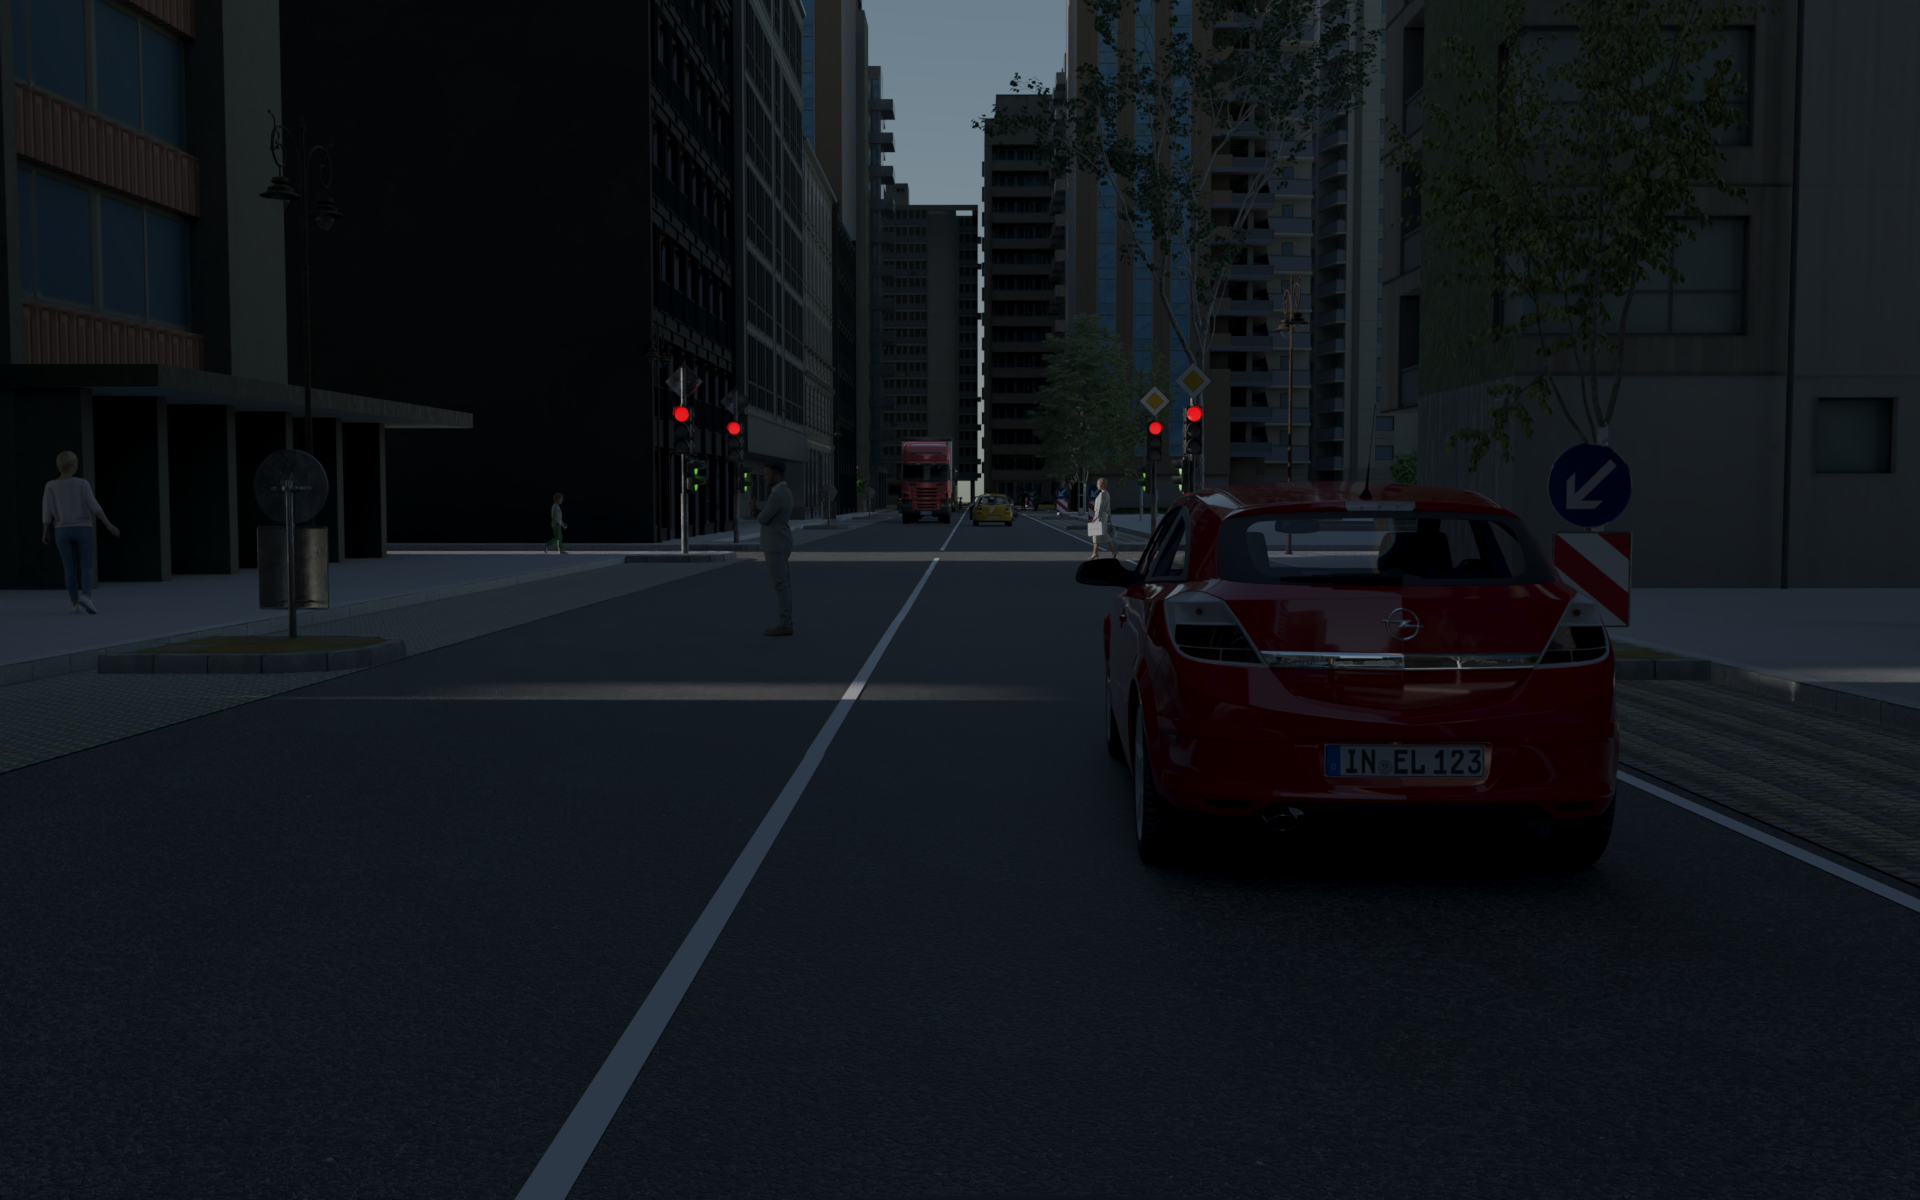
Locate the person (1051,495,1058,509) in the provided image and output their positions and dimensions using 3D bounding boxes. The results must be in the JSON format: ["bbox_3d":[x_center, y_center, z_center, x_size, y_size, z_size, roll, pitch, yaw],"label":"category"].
[{"bbox_3d":[8.065,-8.296,144.905,0.991,1.433,0.599,1,4,9],"label":"person"}]

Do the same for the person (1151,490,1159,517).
[{"bbox_3d":[10.547,-5.348,93.828,0.601,1.785,0.444,-2,4,-31],"label":"person"}]

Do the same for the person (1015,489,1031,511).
[{"bbox_3d":[5.206,-8.201,142.212,1.348,1.869,0.705,1,4,13],"label":"person"}]

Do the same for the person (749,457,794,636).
[{"bbox_3d":[-1.920,-0.549,17.659,0.466,1.800,0.511,-1,4,-11],"label":"person"}]

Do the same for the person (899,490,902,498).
[{"bbox_3d":[-6.519,-11.325,191.650,0.568,1.767,0.683,-3,5,-43],"label":"person"}]

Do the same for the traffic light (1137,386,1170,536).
[{"bbox_3d":[5.035,-3.435,45.082,0.839,4.253,0.868,0,4,1],"label":"traffic light"}]

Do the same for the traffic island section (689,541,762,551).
[{"bbox_3d":[-5.866,-1.408,45.306,2.009,0.180,2.903,0,4,1],"label":"traffic island section"}]

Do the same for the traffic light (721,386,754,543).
[{"bbox_3d":[-5.826,-3.440,45.171,0.839,4.253,0.868,0,4,1],"label":"traffic light"}]

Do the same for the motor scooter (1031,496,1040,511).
[{"bbox_3d":[6.256,-8.018,143.871,0.815,1.314,1.986,0,4,1],"label":"motor scooter"}]

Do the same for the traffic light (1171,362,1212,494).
[{"bbox_3d":[4.958,-2.947,37.097,0.839,4.253,0.868,0,4,1],"label":"traffic light"}]

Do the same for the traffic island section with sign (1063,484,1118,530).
[{"bbox_3d":[5.312,-3.741,69.793,1.989,1.847,2.006,0,4,1],"label":"traffic island section with sign"}]

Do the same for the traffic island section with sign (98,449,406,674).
[{"bbox_3d":[-5.841,-0.368,14.653,1.989,1.847,2.006,0,4,1],"label":"traffic island section with sign"}]

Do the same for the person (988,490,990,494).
[{"bbox_3d":[2.670,-9.109,157.377,0.705,1.831,1.348,1,4,17],"label":"person"}]

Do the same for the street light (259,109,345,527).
[{"bbox_3d":[-8.060,-2.972,21.378,0.468,5.910,1.993,0,4,1],"label":"street light"}]

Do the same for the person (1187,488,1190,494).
[{"bbox_3d":[10.855,-4.570,80.946,0.473,1.802,0.592,0,4,-2],"label":"person"}]

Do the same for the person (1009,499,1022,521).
[{"bbox_3d":[2.863,-4.682,90.553,0.738,1.151,1.012,3,5,42],"label":"person"}]

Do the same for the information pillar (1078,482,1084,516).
[{"bbox_3d":[7.120,-5.962,101.963,0.304,2.012,0.304,0,4,-3],"label":"information pillar"}]

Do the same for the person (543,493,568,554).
[{"bbox_3d":[-8.651,-1.634,37.002,0.590,1.304,0.306,-2,4,-34],"label":"person"}]

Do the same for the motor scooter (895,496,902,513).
[{"bbox_3d":[-4.422,-7.071,128.394,0.815,1.314,1.986,0,4,1],"label":"motor scooter"}]

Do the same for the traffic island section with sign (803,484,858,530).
[{"bbox_3d":[-5.286,-3.770,70.264,1.989,1.847,2.006,0,4,1],"label":"traffic island section with sign"}]

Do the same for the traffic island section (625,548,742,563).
[{"bbox_3d":[-5.943,-0.920,37.321,2.009,0.180,2.903,0,4,1],"label":"traffic island section"}]

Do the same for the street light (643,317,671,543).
[{"bbox_3d":[-7.917,-4.443,45.435,0.468,5.910,1.993,0,4,1],"label":"street light"}]

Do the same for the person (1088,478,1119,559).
[{"bbox_3d":[3.137,-1.776,37.890,0.624,1.780,0.694,2,4,35],"label":"person"}]

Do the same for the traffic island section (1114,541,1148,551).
[{"bbox_3d":[5.075,-1.402,45.196,2.009,0.180,2.903,0,4,1],"label":"traffic island section"}]

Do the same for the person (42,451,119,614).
[{"bbox_3d":[-9.413,-0.724,18.556,0.731,1.740,0.598,-2,4,-29],"label":"person"}]

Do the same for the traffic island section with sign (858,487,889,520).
[{"bbox_3d":[-5.032,-5.425,97.329,1.989,1.847,2.006,0,4,1],"label":"traffic island section with sign"}]

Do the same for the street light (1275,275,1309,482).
[{"bbox_3d":[7.004,-3.910,36.713,0.468,5.910,1.993,0,4,1],"label":"street light"}]

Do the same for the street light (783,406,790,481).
[{"bbox_3d":[-7.600,-6.236,74.748,0.468,5.910,1.993,0,4,1],"label":"street light"}]

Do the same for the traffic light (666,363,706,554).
[{"bbox_3d":[-5.903,-2.952,37.186,0.839,4.253,0.868,0,4,1],"label":"traffic light"}]

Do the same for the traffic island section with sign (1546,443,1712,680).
[{"bbox_3d":[4.782,-0.341,14.205,1.989,1.847,2.006,0,4,1],"label":"traffic island section with sign"}]

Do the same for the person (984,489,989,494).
[{"bbox_3d":[2.031,-7.301,128.012,1.348,1.807,0.705,3,5,43],"label":"person"}]

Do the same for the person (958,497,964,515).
[{"bbox_3d":[0.075,-6.335,116.743,0.373,1.253,0.362,-1,4,-15],"label":"person"}]

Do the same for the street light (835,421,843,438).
[{"bbox_3d":[-7.304,-8.017,103.859,0.468,5.910,1.993,0,4,1],"label":"street light"}]
